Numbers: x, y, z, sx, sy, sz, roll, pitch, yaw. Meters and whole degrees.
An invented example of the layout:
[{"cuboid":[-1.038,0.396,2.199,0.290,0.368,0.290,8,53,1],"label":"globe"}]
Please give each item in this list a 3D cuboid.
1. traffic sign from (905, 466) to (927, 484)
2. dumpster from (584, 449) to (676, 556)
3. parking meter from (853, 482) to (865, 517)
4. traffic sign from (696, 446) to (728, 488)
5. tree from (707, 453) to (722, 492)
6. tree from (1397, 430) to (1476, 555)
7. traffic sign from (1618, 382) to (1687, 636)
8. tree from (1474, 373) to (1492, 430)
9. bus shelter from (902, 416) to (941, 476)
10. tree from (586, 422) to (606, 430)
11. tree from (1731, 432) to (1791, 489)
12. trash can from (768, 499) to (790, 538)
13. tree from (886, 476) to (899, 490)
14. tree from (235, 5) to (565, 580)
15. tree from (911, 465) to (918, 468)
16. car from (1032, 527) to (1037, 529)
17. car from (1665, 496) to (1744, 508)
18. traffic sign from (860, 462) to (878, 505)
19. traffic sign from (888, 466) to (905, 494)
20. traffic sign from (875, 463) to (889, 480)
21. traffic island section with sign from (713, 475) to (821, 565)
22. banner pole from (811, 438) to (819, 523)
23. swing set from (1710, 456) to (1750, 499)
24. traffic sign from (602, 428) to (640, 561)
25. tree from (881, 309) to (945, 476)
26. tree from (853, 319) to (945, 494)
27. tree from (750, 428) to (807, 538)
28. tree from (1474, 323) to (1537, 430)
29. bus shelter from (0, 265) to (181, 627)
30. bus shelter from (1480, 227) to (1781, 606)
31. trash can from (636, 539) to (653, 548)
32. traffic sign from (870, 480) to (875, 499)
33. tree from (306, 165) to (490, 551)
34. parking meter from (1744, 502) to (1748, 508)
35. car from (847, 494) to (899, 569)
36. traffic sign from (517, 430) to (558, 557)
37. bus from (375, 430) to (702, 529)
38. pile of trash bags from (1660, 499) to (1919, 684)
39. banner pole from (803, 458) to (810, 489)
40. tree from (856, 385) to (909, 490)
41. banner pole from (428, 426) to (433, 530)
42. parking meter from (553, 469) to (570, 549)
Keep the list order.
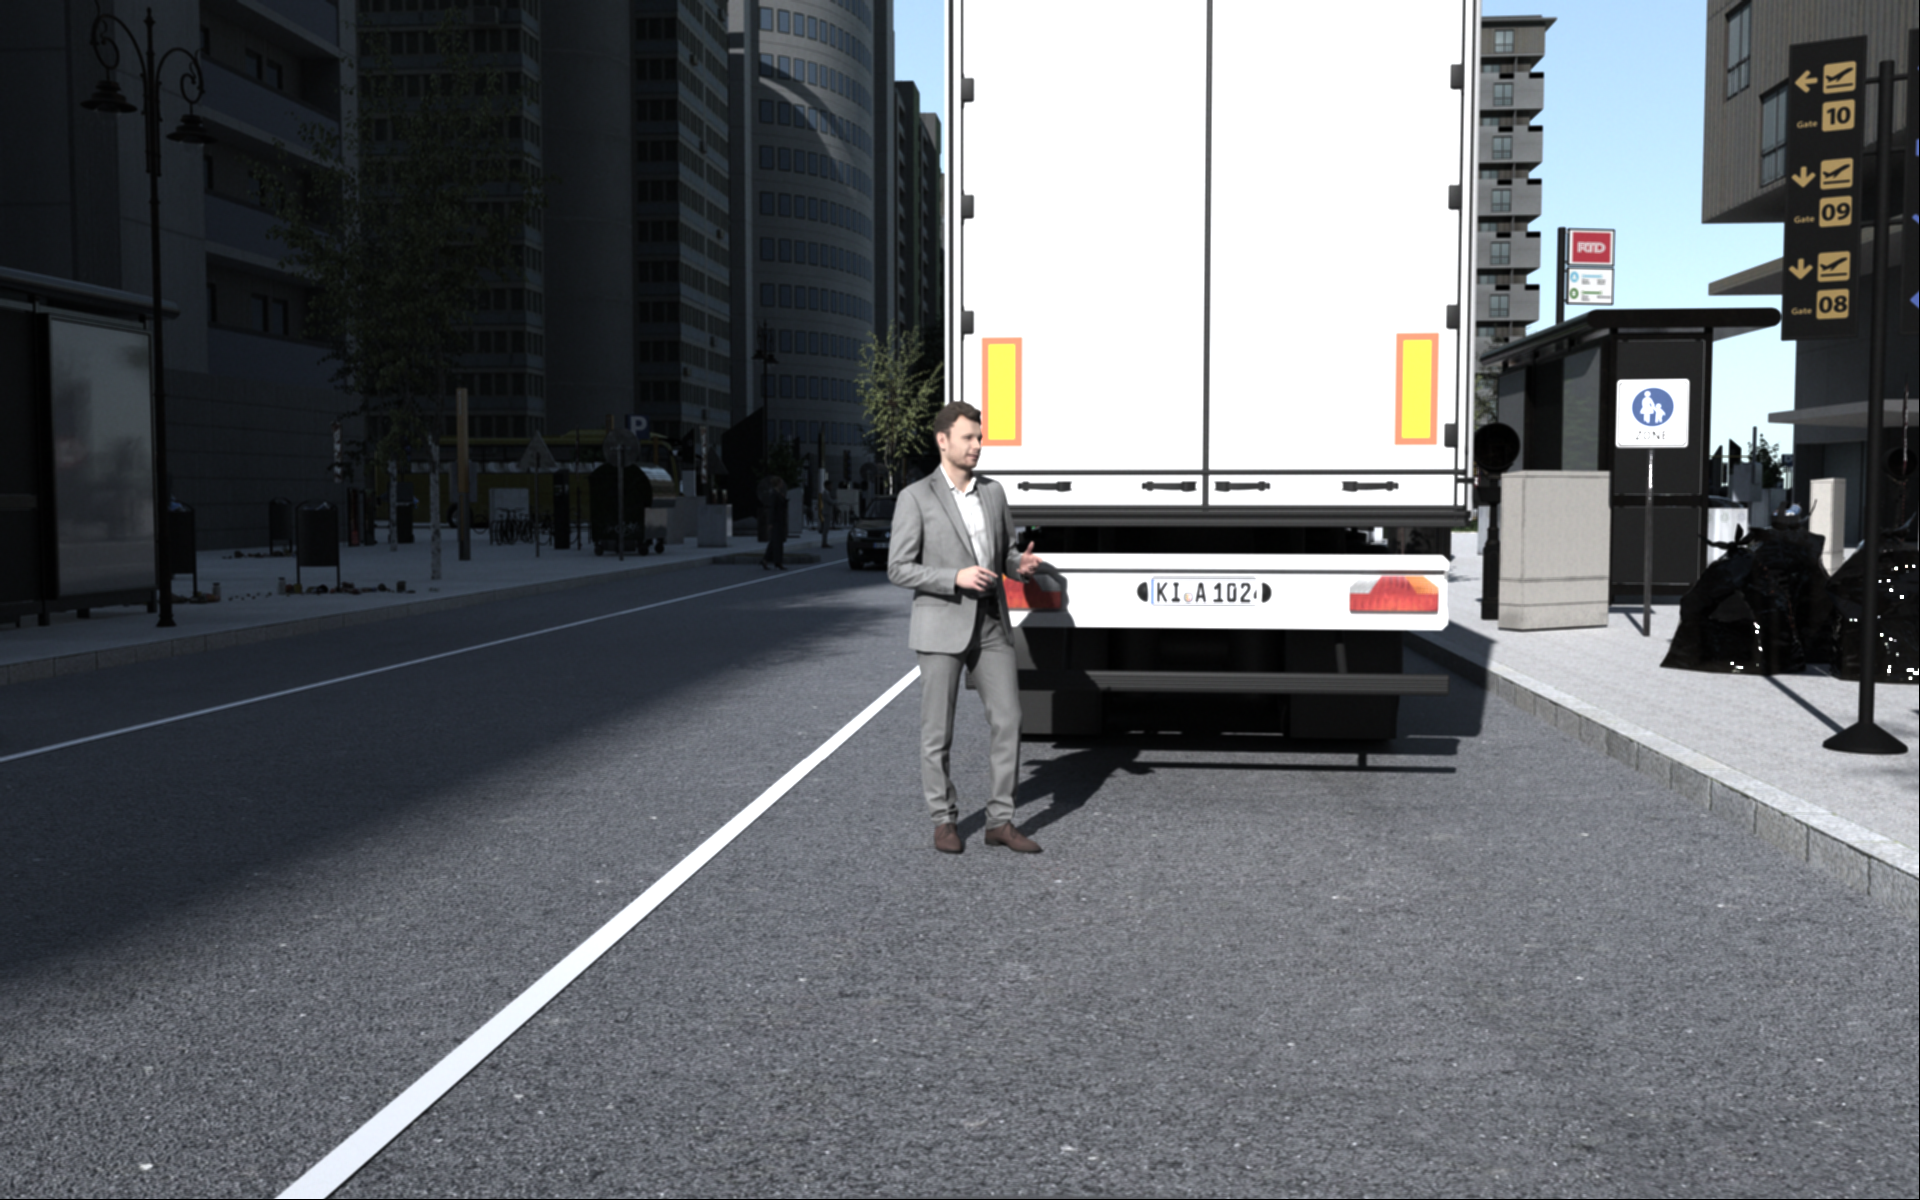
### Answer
[{"cuboid":[-1.559,-3.528,61.329,0.795,2.450,0.064,0,4,5],"label":"traffic sign"},{"cuboid":[-6.978,-2.087,36.624,1.502,2.255,1.985,0,4,5],"label":"dumpster"},{"cuboid":[-4.946,-4.779,83.855,0.399,1.863,0.255,2,4,34],"label":"parking meter"},{"cuboid":[-6.656,-2.845,46.514,0.884,2.594,0.081,0,4,6],"label":"traffic sign"},{"cuboid":[-10.830,-5.162,79.000,1.663,3.219,1.824,0,3,0],"label":"tree"},{"cuboid":[5.963,-1.720,22.723,1.663,3.219,1.824,0,3,0],"label":"tree"},{"cuboid":[6.194,-0.821,15.560,0.606,2.300,0.079,1,4,12],"label":"traffic sign"},{"cuboid":[25.864,-8.627,91.415,4.737,8.622,4.395,0,3,0],"label":"tree"},{"cuboid":[-1.639,-6.996,92.009,2.179,5.291,8.768,0,4,6],"label":"bus shelter"},{"cuboid":[-16.338,-5.848,79.326,4.285,4.588,4.351,0,3,0],"label":"tree"},{"cuboid":[25.186,-3.676,54.705,1.663,3.219,1.824,0,3,0],"label":"tree"},{"cuboid":[-5.092,-2.234,48.185,0.748,1.137,0.748,0,3,0],"label":"trash can"},{"cuboid":[-5.087,-7.936,124.357,1.663,3.219,1.824,0,3,0],"label":"tree"},{"cuboid":[-8.119,-4.612,25.772,4.737,8.622,4.395,0,3,0],"label":"tree"},{"cuboid":[-2.697,-9.775,143.531,4.285,4.588,4.351,0,3,0],"label":"tree"},{"cuboid":[2.004,-1.095,26.697,1.959,1.807,4.718,0,4,7],"label":"car"},{"cuboid":[27.503,-3.105,63.126,4.827,1.381,2.083,0,4,5],"label":"car"},{"cuboid":[-3.650,-4.238,69.394,0.768,2.556,0.104,1,4,8],"label":"traffic sign"},{"cuboid":[-2.979,-4.904,80.178,0.884,2.594,0.081,1,4,11],"label":"traffic sign"},{"cuboid":[-3.307,-4.349,71.219,0.768,2.556,0.104,1,4,10],"label":"traffic sign"},{"cuboid":[-3.980,-1.686,36.195,1.989,1.847,2.006,0,4,5],"label":"traffic island section with sign"},{"cuboid":[-6.258,-5.357,77.604,0.401,3.779,0.863,-1,4,-21],"label":"banner pole"},{"cuboid":[31.026,-4.476,70.796,3.119,2.851,2.862,-1,4,-12],"label":"swing set"},{"cuboid":[-6.527,-2.031,33.308,0.768,2.556,0.104,1,4,12],"label":"traffic sign"},{"cuboid":[-0.219,-11.541,105.705,9.611,12.733,9.660,0,3,0],"label":"tree"},{"cuboid":[-2.727,-7.559,73.945,4.737,8.622,4.395,0,3,0],"label":"tree"},{"cuboid":[-5.368,-3.454,51.078,1.663,3.219,1.824,0,3,0],"label":"tree"},{"cuboid":[23.938,-7.627,75.068,4.360,8.622,3.978,0,3,0],"label":"tree"},{"cuboid":[-9.880,-2.250,14.412,2.179,5.291,8.768,0,4,5],"label":"bus shelter"},{"cuboid":[8.585,-2.827,23.857,2.179,5.291,8.768,0,4,5],"label":"bus shelter"},{"cuboid":[-7.682,-1.830,41.570,0.748,1.137,0.748,0,3,0],"label":"trash can"},{"cuboid":[-3.970,-4.949,81.030,0.768,2.556,0.104,0,4,7],"label":"traffic sign"},{"cuboid":[-12.735,-5.414,38.885,4.360,8.622,3.978,0,3,0],"label":"tree"},{"cuboid":[24.004,-2.866,52.566,0.399,1.863,0.255,-1,4,-18],"label":"parking meter"},{"cuboid":[-1.102,-1.491,34.165,2.009,1.686,4.222,0,4,7],"label":"car"},{"cuboid":[-8.572,-2.145,35.082,0.884,2.594,0.081,1,4,11],"label":"traffic sign"},{"cuboid":[-16.152,-4.610,66.923,12.252,3.916,2.896,0,4,4],"label":"bus"},{"cuboid":[6.979,-0.207,13.144,3.447,1.369,1.912,-3,4,-38],"label":"pile of trash bags"},{"cuboid":[-9.283,-7.111,106.280,0.863,3.779,0.401,-1,4,-12],"label":"banner pole"},{"cuboid":[-4.907,-10.156,116.419,4.360,8.622,3.978,0,3,0],"label":"tree"},{"cuboid":[-18.856,-4.392,61.831,0.401,3.779,0.863,0,4,-2],"label":"banner pole"},{"cuboid":[-9.305,-2.125,40.447,0.255,1.863,0.399,1,4,11],"label":"parking meter"}]
